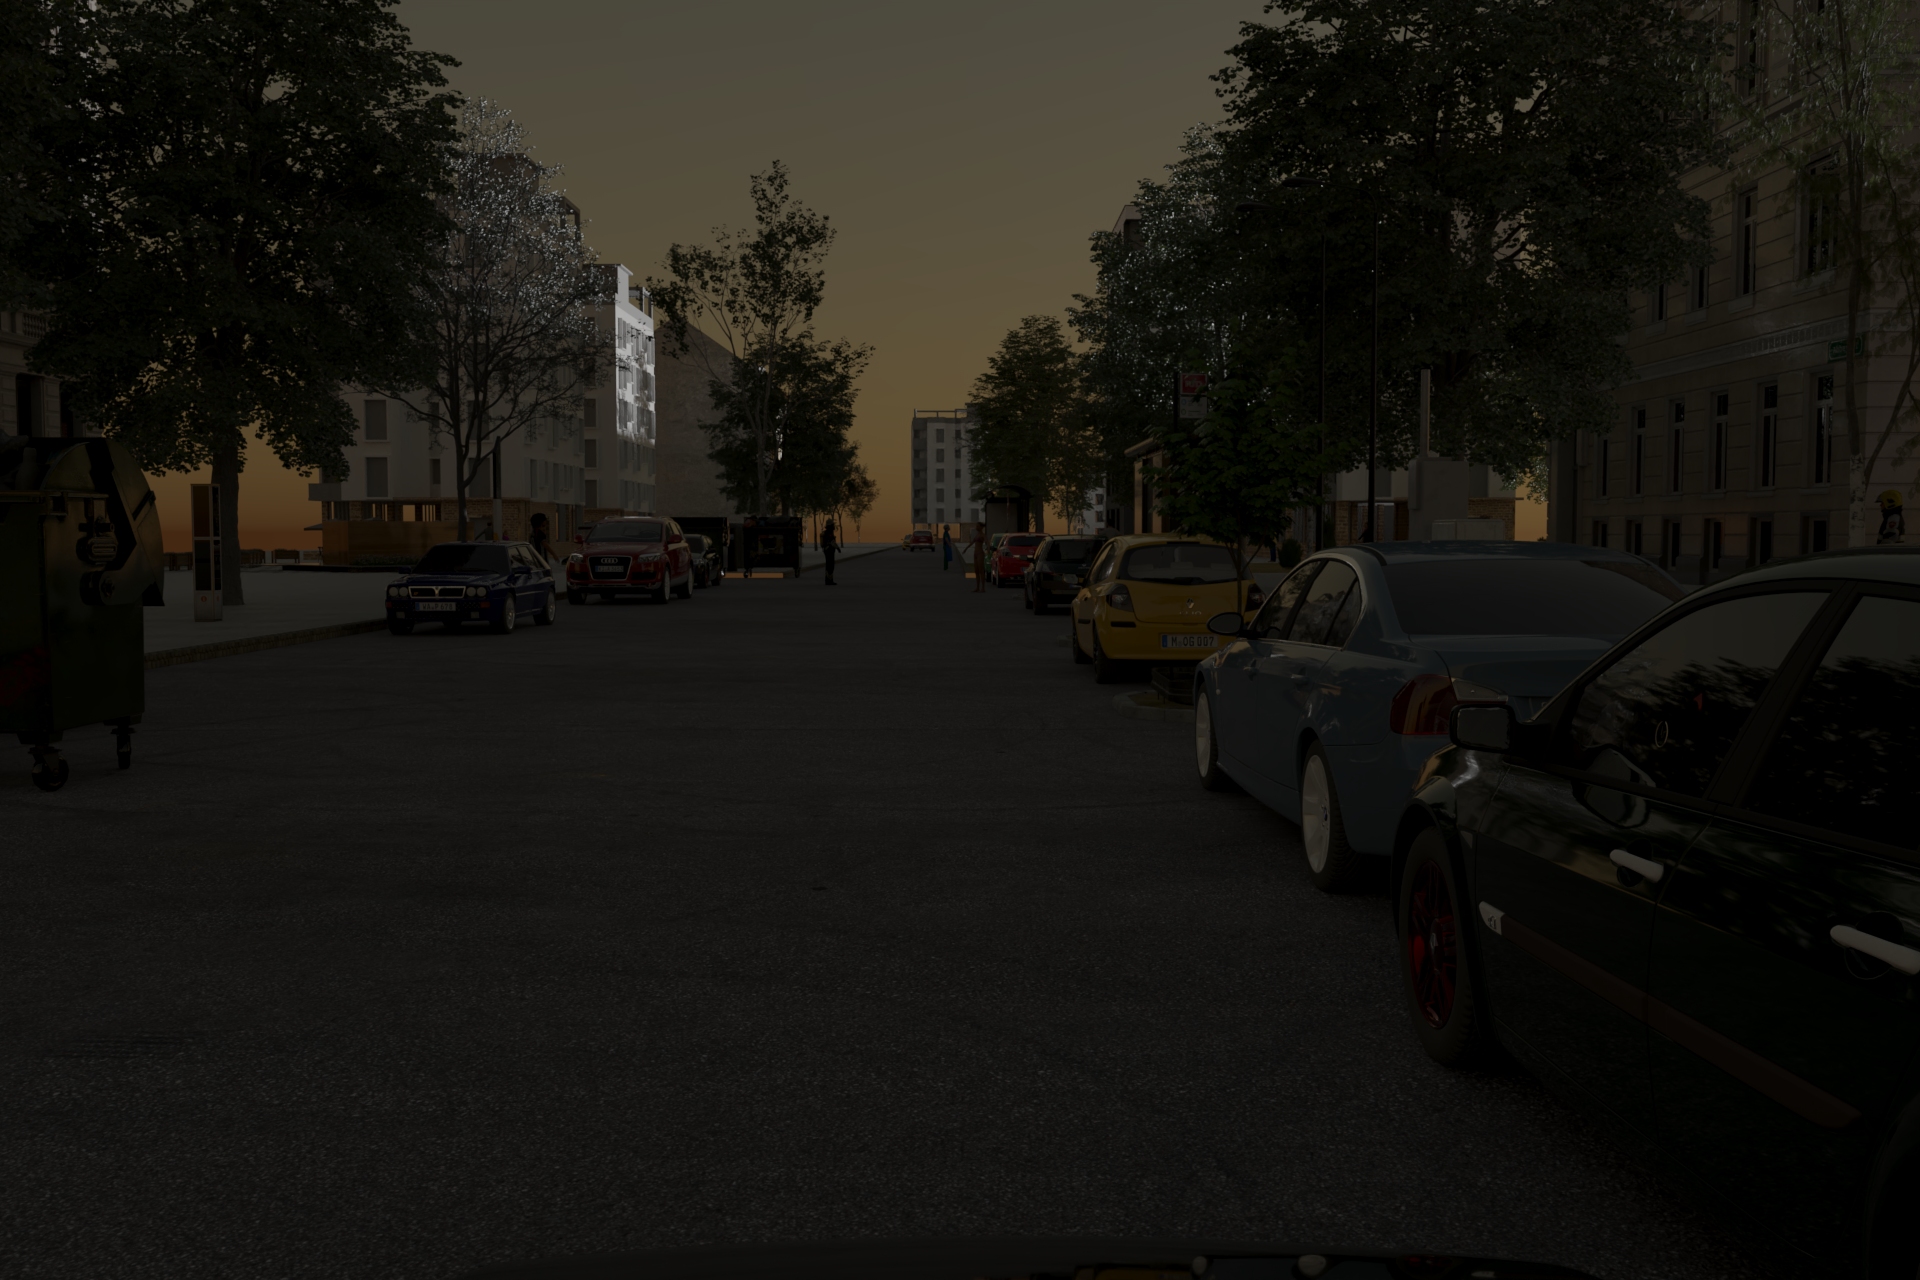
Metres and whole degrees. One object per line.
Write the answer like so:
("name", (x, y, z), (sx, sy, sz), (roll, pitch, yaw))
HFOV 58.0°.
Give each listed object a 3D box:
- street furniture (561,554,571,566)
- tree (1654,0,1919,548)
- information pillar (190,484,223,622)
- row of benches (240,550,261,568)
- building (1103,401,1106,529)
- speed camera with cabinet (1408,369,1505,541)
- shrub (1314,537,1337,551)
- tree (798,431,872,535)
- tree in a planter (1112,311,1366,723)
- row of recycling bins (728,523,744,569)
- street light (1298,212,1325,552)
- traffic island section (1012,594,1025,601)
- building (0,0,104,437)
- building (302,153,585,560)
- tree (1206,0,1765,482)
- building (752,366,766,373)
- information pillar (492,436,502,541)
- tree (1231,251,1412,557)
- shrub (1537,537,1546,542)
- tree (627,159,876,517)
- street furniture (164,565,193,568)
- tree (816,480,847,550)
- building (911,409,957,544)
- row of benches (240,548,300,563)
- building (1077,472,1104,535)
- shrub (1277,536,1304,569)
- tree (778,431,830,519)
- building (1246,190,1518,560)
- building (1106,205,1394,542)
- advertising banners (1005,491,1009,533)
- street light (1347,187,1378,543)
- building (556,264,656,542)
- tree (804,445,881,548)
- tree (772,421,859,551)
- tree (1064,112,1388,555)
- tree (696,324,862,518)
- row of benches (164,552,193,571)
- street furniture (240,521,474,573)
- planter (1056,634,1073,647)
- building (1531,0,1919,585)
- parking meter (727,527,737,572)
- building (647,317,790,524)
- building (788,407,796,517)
("street furniture", (-12.843, -3.530, 73.340), (10.072, 0.657, 5.734), (-3, 5, -43))
("tree", (8.341, -4.038, 16.389), (4.360, 8.622, 3.978), (0, 3, 0))
("information pillar", (-11.031, -1.277, 25.368), (0.304, 2.012, 0.304), (0, 3, 0))
("row of benches", (-27.343, -3.116, 66.412), (1.422, 0.672, 4.104), (-1, 4, -17))
("building", (21.492, -20.853, 197.360), (16.016, 20.090, 11.380), (0, 4, 0))
("speed camera with cabinet", (5.787, -1.584, 20.238), (0.660, 3.252, 2.038), (0, 4, 0))
("shrub", (14.790, -3.605, 70.064), (1.383, 1.207, 1.383), (0, 3, 0))
("tree", (-11.206, -13.140, 149.249), (8.767, 10.594, 7.601), (2, 4, 34))
("tree in a planter", (2.264, -1.025, 13.979), (1.991, 3.239, 1.994), (0, 4, -1))
("row of recycling bins", (-8.454, -3.588, 65.770), (1.069, 1.692, 3.534), (0, 4, 0))
("street light", (5.631, -3.173, 24.422), (1.470, 5.913, 1.316), (0, 3, 0))
("traffic island section", (2.139, -0.927, 38.021), (1.991, 0.108, 1.994), (0, 4, 0))
("building", (-31.960, -13.321, 45.519), (11.050, 23.595, 19.941), (0, 4, 0))
("building", (-26.679, -14.125, 87.367), (16.016, 20.090, 11.380), (0, 4, 0))
("tree", (8.473, -7.545, 30.014), (9.857, 13.997, 8.962), (0, 3, 0))
("building", (-27.355, -20.757, 195.793), (16.016, 20.090, 11.380), (0, 3, 0))
("information pillar", (-10.993, -3.048, 41.184), (0.183, 3.616, 0.504), (0, 4, -1))
("tree", (8.558, -5.544, 41.013), (4.737, 8.622, 4.395), (0, 3, 0))
("shrub", (25.309, -3.923, 75.259), (1.383, 1.207, 1.383), (0, 3, 0))
("tree", (-10.809, -14.328, 90.158), (12.611, 20.169, 13.585), (0, 3, 0))
("street furniture", (-34.326, -3.057, 65.612), (5.734, 0.657, 10.072), (3, 5, 44))
("tree", (-11.172, -11.649, 140.823), (4.737, 8.622, 4.395), (0, 3, 0))
("building", (-6.831, -24.098, 252.886), (11.380, 20.090, 16.016), (0, 4, 2))
("row of benches", (-30.987, -3.671, 75.483), (4.104, 0.672, 1.422), (-2, 4, -34))
("building", (20.494, -17.256, 224.280), (9.099, 9.664, 28.070), (0, 3, 0))
("shrub", (12.013, -3.173, 62.993), (1.383, 1.207, 1.383), (0, 3, 0))
("tree", (-10.690, -10.177, 116.762), (4.737, 8.622, 4.395), (0, 3, 0))
("building", (21.483, -14.792, 98.268), (16.016, 20.090, 11.380), (0, 4, -1))
("building", (24.203, -17.129, 124.041), (27.936, 21.610, 32.646), (0, 4, 0))
("advertising banners", (1.833, -4.376, 67.728), (0.090, 3.025, 2.074), (0, 4, -1))
("street light", (5.957, -3.069, 22.712), (1.470, 5.913, 1.316), (0, 4, 0))
("building", (-28.787, -16.273, 122.488), (16.016, 20.090, 11.380), (0, 4, 0))
("tree", (-11.104, -13.829, 160.509), (8.767, 10.594, 7.601), (-3, 4, -37))
("tree", (-11.168, -11.980, 130.292), (7.601, 10.594, 8.767), (-2, 4, -31))
("tree", (8.194, -8.865, 51.591), (9.857, 13.997, 8.962), (0, 3, 0))
("tree", (-10.731, -12.121, 104.837), (9.857, 13.997, 8.962), (0, 3, 0))
("row of benches", (-27.609, -2.783, 60.967), (1.422, 0.672, 4.104), (0, 3, 0))
("street furniture", (-18.915, -3.331, 61.314), (9.812, 1.723, 11.010), (3, 5, 44))
("planter", (2.265, -0.088, 22.584), (1.991, 0.319, 1.994), (0, 4, 1))
("building", (24.706, -15.812, 44.431), (13.634, 28.700, 20.117), (0, 3, 0))
("parking meter", (-7.805, -3.109, 59.247), (0.372, 1.533, 0.369), (0, 3, 0))
("building", (-28.313, -21.521, 182.792), (19.493, 23.208, 18.063), (0, 4, 0))
("building", (-31.262, -22.058, 227.103), (16.747, 18.905, 31.486), (0, 4, -1))
